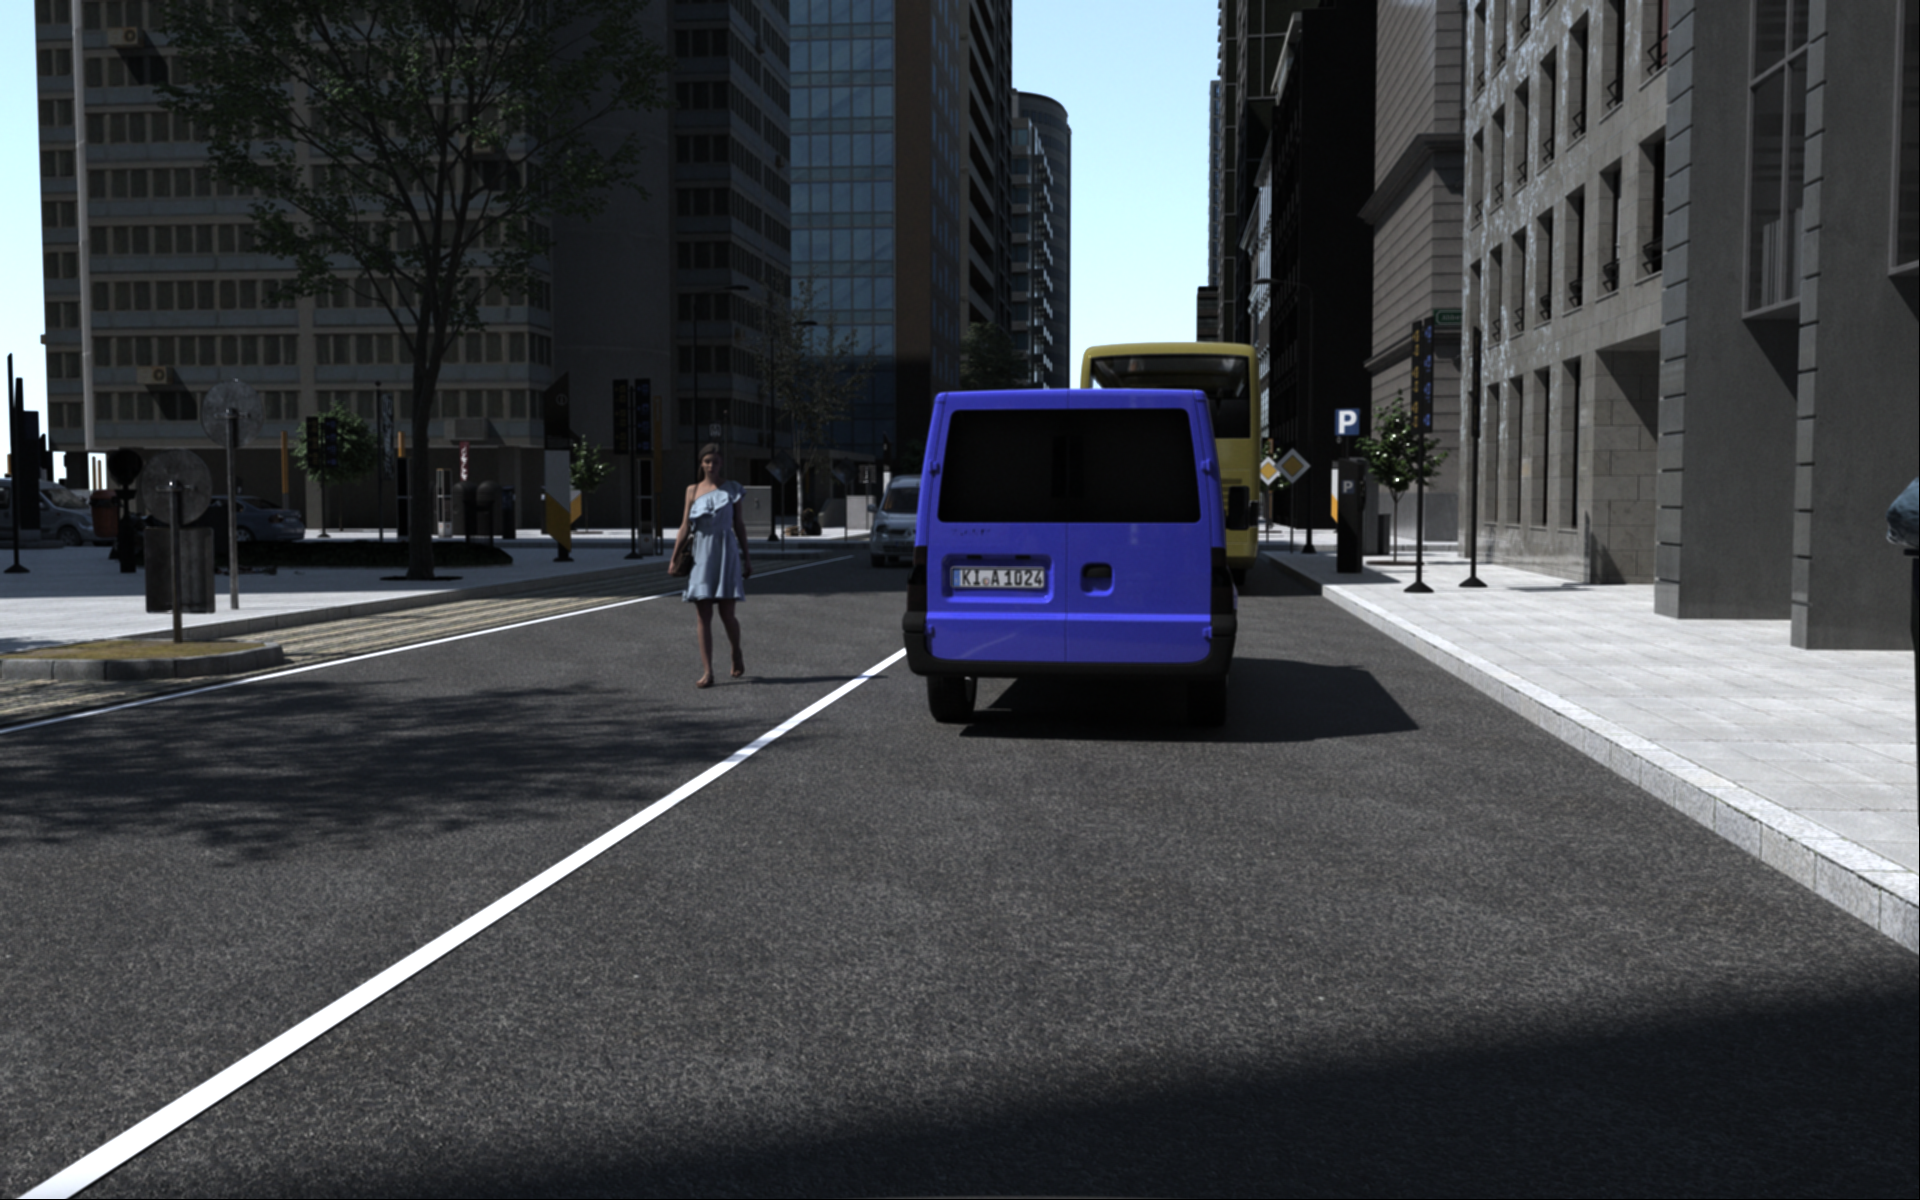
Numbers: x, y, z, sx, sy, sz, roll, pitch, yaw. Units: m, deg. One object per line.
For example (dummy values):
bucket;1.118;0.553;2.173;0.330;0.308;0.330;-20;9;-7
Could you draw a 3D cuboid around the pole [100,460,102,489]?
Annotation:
pole;-51.390;-6.706;103.494;0.158;3.312;0.155;0;3;0

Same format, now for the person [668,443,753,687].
person;-1.883;-0.276;13.104;0.616;1.811;0.778;1;4;10

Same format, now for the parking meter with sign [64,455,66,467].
parking meter with sign;-38.696;-4.884;76.116;1.738;3.016;0.543;3;5;40

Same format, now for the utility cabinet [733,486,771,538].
utility cabinet;-6.024;-2.551;50.382;1.173;1.500;0.318;0;4;-8

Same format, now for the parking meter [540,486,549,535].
parking meter;-13.114;-2.848;54.973;0.372;1.533;0.369;0;3;0

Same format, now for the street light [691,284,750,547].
street light;-5.356;-4.039;38.577;1.470;5.913;1.316;0;4;6

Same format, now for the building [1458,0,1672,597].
building;14.400;-10.466;25.865;10.420;20.320;16.860;0;4;6

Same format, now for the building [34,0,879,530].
building;-20.406;-23.286;72.611;32.217;40.220;23.993;0;4;6

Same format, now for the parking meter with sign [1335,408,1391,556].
parking meter with sign;8.429;-2.435;36.067;0.543;3.016;1.738;3;4;38

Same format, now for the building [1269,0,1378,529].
building;19.184;-14.656;69.301;12.332;23.373;15.834;0;4;6

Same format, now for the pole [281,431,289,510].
pole;-21.897;-3.815;56.216;0.158;3.312;0.155;0;3;0

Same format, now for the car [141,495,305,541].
car;-18.968;-1.950;43.892;4.499;1.417;2.014;0;4;7

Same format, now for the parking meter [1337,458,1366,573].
parking meter;6.362;-1.373;28.163;0.399;1.863;0.255;2;4;34

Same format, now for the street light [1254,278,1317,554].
street light;7.013;-3.965;37.361;1.470;5.913;1.316;0;4;6

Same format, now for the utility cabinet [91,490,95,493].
utility cabinet;-42.915;-4.788;86.957;1.173;1.500;0.318;-3;5;-42

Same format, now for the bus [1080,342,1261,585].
bus;3.698;-2.359;30.122;2.896;3.916;12.252;0;4;7

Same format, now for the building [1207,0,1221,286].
building;46.276;-57.936;259.921;22.319;86.520;31.000;0;4;6

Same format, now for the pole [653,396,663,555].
pole;-6.312;-2.590;36.194;0.158;3.312;0.155;0;3;0

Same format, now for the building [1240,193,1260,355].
building;23.656;-16.576;107.173;11.583;22.565;21.152;0;4;6

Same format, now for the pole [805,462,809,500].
pole;-7.949;-5.892;90.178;0.158;3.312;0.155;0;3;0

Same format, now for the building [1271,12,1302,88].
building;37.331;-27.082;134.674;32.217;40.220;23.993;0;4;6

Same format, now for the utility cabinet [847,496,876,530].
utility cabinet;-3.556;-3.135;62.414;1.020;1.237;0.306;1;4;17

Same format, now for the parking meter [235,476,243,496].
parking meter;-22.812;-2.991;54.608;0.255;1.863;0.399;1;4;11

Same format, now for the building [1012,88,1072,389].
building;4.969;-43.468;252.697;21.231;58.520;28.212;0;4;6

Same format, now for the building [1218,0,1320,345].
building;41.370;-47.828;220.245;20.563;71.187;20.611;0;4;6

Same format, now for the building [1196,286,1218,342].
building;39.673;-28.625;239.716;14.160;30.474;14.107;0;4;6

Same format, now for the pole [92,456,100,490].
pole;-46.714;-6.096;93.507;0.158;3.312;0.155;0;3;0

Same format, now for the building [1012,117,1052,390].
building;0.248;-36.902;222.950;23.786;49.044;30.456;0;4;6

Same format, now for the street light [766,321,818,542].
street light;-4.509;-4.528;46.566;1.470;5.913;1.316;0;4;6

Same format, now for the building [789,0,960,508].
building;-7.639;-27.459;99.073;14.600;45.320;14.200;0;4;6

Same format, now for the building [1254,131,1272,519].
building;20.274;-14.586;87.636;9.793;20.994;18.267;0;4;6

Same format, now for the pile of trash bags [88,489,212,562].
pile of trash bags;-15.947;-1.497;34.223;1.912;1.369;3.447;1;4;9

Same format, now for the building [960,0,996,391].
building;-8.843;-31.149;132.980;21.300;48.544;21.600;0;4;6

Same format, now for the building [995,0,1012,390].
building;-3.129;-44.984;173.732;20.563;71.187;20.611;0;4;6

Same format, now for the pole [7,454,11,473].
pole;-48.212;-5.755;87.944;0.158;3.312;0.155;0;3;0

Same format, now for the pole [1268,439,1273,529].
pole;11.439;-4.281;63.841;0.158;3.312;0.155;0;3;0

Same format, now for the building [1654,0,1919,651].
building;11.165;-13.760;2.477;11.434;29.767;29.804;0;4;6

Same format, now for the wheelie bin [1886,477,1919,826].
wheelie bin;3.921;0.091;6.422;0.980;1.594;0.693;0;4;5

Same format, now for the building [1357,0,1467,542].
building;24.251;-16.108;50.755;23.554;28.519;14.401;0;4;6

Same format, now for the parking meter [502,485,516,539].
parking meter;-12.823;-2.495;49.204;0.372;1.533;0.369;0;3;0

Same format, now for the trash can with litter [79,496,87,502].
trash can with litter;-26.972;-2.583;53.297;2.233;1.210;1.678;3;4;38

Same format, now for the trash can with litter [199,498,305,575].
trash can with litter;-11.638;-1.018;27.706;2.233;1.210;1.678;1;4;12

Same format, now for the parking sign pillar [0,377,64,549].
parking sign pillar;-21.950;-3.196;40.734;1.447;3.967;1.447;-2;4;-32
